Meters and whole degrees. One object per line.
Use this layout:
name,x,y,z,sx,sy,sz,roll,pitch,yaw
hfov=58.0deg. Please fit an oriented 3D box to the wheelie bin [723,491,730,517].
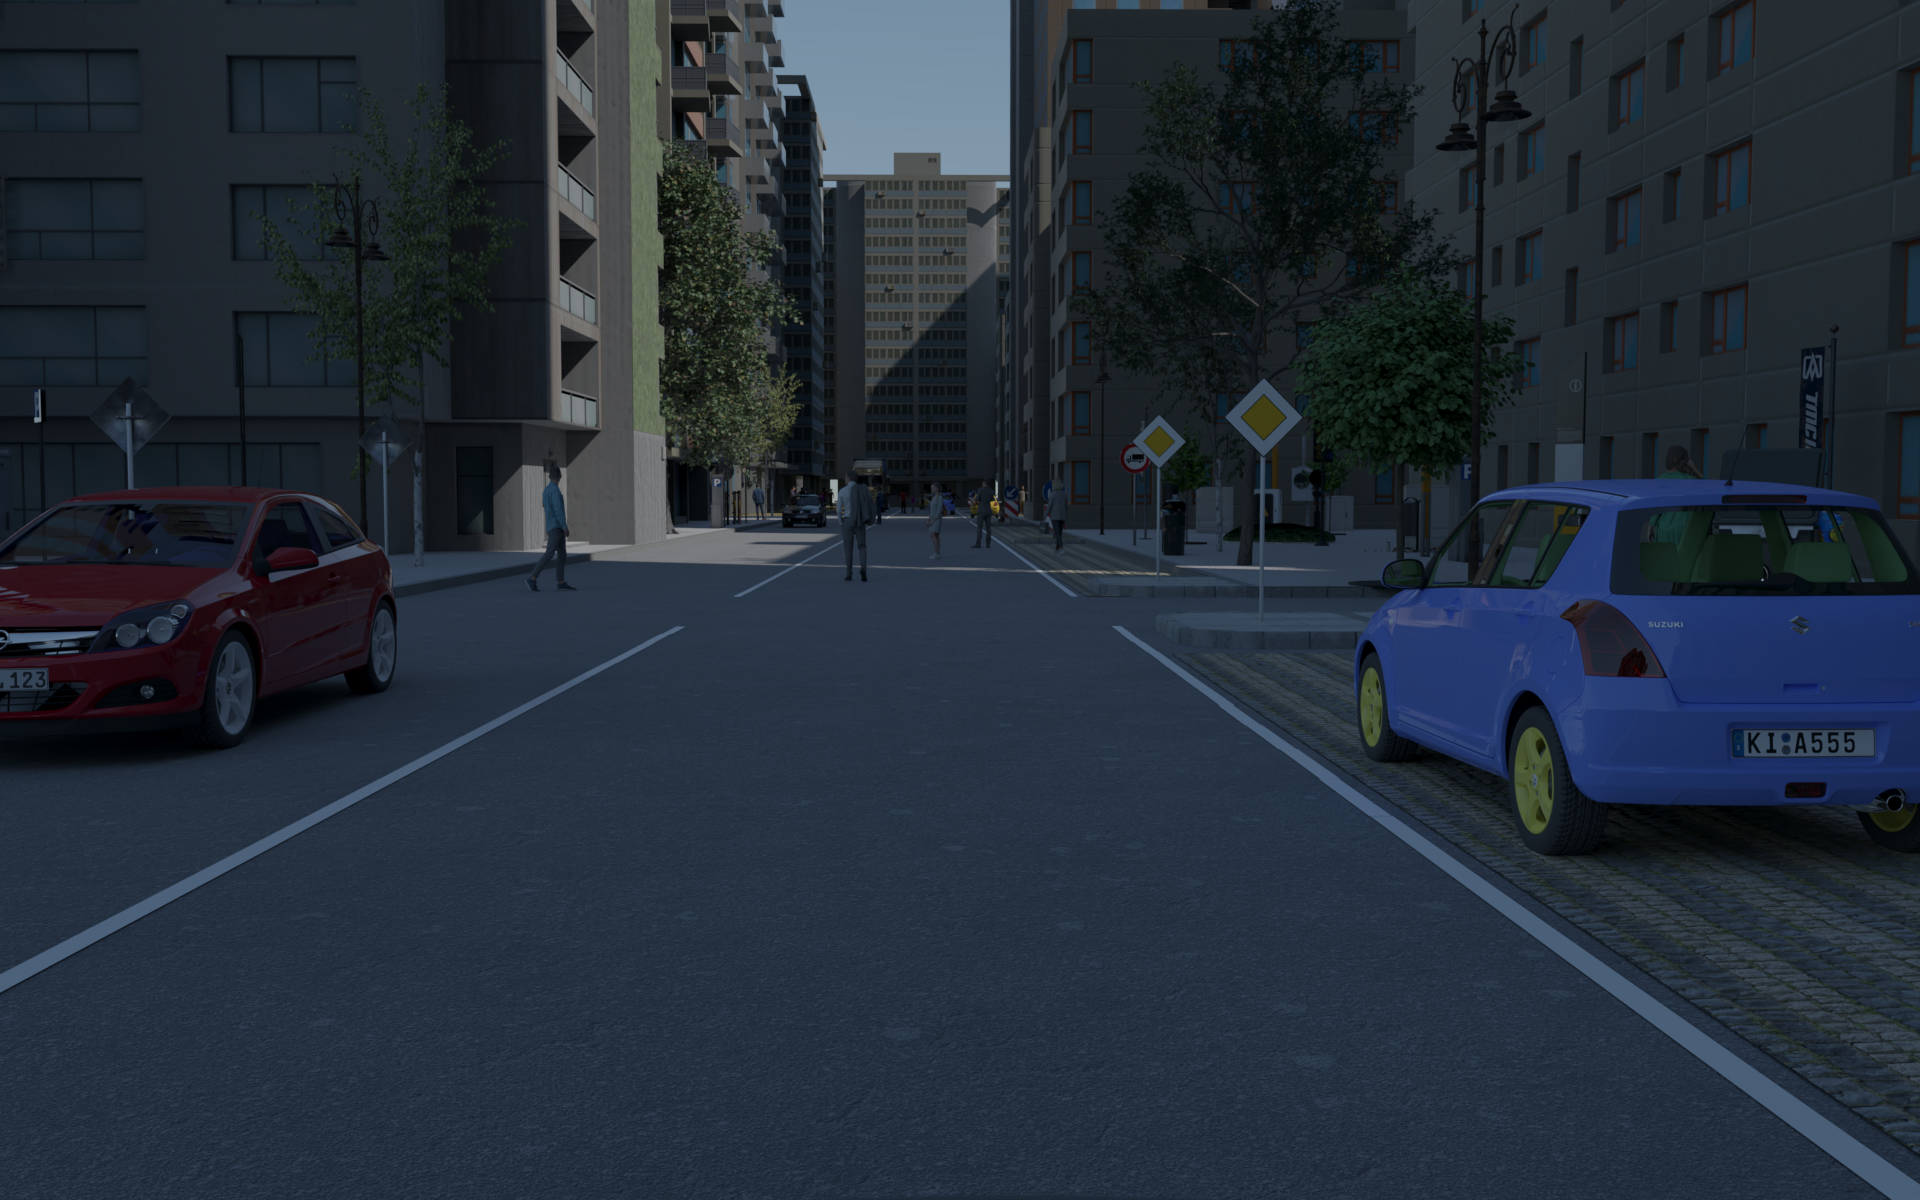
wheelie bin,-13.380,-5.487,97.623,0.693,1.594,0.980,1,4,9

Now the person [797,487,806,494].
person,-12.239,-7.833,134.130,1.348,1.822,0.705,1,4,10

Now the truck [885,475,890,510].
truck,-7.799,-9.742,155.211,3.469,3.379,9.791,0,4,1

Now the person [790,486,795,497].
person,-10.395,-6.255,108.761,0.568,1.767,0.683,0,4,-6

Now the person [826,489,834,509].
person,-11.155,-8.720,149.133,0.721,1.766,1.217,-3,4,-36

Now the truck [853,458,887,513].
truck,-7.105,-9.019,136.373,2.839,4.237,11.283,0,4,-1

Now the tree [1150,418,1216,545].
tree,5.693,-3.042,44.345,1.663,3.219,1.824,0,3,0

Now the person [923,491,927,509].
person,-3.497,-9.728,168.217,0.551,1.740,0.621,-2,4,-25

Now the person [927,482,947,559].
person,-0.528,-1.775,38.528,0.522,1.701,0.512,-2,4,-25

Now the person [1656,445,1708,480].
person,7.523,-0.731,18.236,0.600,1.795,0.529,3,4,36

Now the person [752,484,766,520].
person,-10.065,-4.929,86.817,0.721,1.800,0.419,-1,4,-14

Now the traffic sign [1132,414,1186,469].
traffic sign,2.929,-1.417,25.353,0.795,2.593,0.064,0,4,-1

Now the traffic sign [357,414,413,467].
traffic sign,-8.364,-1.407,25.193,0.795,2.593,0.064,0,4,-1

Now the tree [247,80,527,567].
tree,-9.797,-4.892,30.347,4.737,8.622,4.395,0,3,0

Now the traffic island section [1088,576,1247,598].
traffic island section,2.952,-0.193,25.436,2.009,0.180,2.903,0,4,-1

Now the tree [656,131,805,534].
tree,-9.533,-8.434,54.911,9.611,12.733,9.660,0,3,0

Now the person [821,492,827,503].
person,-10.275,-7.400,130.256,0.599,1.433,0.991,1,4,22

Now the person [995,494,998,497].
person,4.113,-10.453,177.467,1.217,1.766,0.721,-1,4,-17

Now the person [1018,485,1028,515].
person,3.837,-6.084,105.513,1.348,1.824,0.705,2,4,23

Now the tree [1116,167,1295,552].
tree,5.567,-5.371,38.177,4.360,8.622,3.978,0,3,0

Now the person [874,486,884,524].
person,-3.828,-4.490,82.096,0.419,1.800,0.721,-1,4,-12

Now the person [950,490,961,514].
person,-0.510,-6.958,122.779,1.217,1.766,0.721,0,4,0

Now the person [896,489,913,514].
person,-4.073,-7.160,125.500,1.348,1.831,0.705,2,4,27

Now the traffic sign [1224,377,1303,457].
traffic sign,3.056,-0.928,17.369,0.795,2.593,0.064,0,4,-1

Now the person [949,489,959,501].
person,-0.776,-7.877,137.305,1.348,1.823,0.705,1,4,12

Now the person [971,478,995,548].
person,0.591,-2.314,46.144,0.655,1.846,0.447,-2,4,-31

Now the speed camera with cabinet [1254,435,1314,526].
speed camera with cabinet,10.826,-3.907,58.223,2.038,3.252,0.660,1,4,18

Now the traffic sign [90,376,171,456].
traffic sign,-8.237,-0.919,17.209,0.795,2.593,0.064,0,4,-1

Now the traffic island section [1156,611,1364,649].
traffic island section,3.080,0.295,17.452,2.009,0.180,2.903,0,4,-1

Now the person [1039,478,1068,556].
person,2.191,-1.905,39.835,0.709,1.800,0.728,-2,4,-28

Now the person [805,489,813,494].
person,-12.529,-8.310,142.717,0.742,1.727,0.445,-1,4,-21

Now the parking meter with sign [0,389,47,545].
parking meter with sign,-16.020,-1.972,28.503,1.738,3.016,0.543,-3,4,-38

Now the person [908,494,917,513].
person,-3.643,-7.370,132.222,0.599,1.433,0.991,-3,5,-43

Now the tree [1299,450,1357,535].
tree,11.457,-3.647,54.233,1.663,3.219,1.824,0,3,0

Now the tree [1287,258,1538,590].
tree,6.302,-2.484,24.328,4.285,4.588,4.351,0,3,0

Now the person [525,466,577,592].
person,-6.039,-1.050,25.533,0.748,1.841,0.638,-1,4,-14

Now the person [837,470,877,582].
person,-1.698,-1.215,28.469,0.679,1.850,0.850,-1,4,-16

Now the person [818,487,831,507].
person,-10.871,-8.073,138.005,1.348,1.831,0.705,-1,4,-22

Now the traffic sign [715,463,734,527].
traffic sign,-9.133,-4.100,67.135,0.768,2.556,0.104,0,4,6

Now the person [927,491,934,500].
person,-2.191,-8.145,142.402,1.217,1.736,0.721,-3,4,-36

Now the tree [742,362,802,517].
tree,-10.666,-8.935,96.455,4.737,8.622,4.395,0,3,0

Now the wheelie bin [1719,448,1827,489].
wheelie bin,5.613,-0.254,12.054,0.980,1.594,0.693,2,4,33

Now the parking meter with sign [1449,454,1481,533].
parking meter with sign,9.620,-2.253,33.095,0.543,3.016,1.738,0,4,0

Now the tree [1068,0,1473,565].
tree,5.473,-5.901,30.888,7.601,10.594,8.767,0,4,2

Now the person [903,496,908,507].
person,-5.723,-10.119,173.951,1.348,1.822,0.705,-3,4,-39

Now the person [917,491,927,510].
person,-3.265,-8.776,152.708,1.217,1.735,0.721,-3,4,-37

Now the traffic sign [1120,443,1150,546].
traffic sign,4.346,-2.624,43.011,0.768,2.556,0.104,0,4,5
